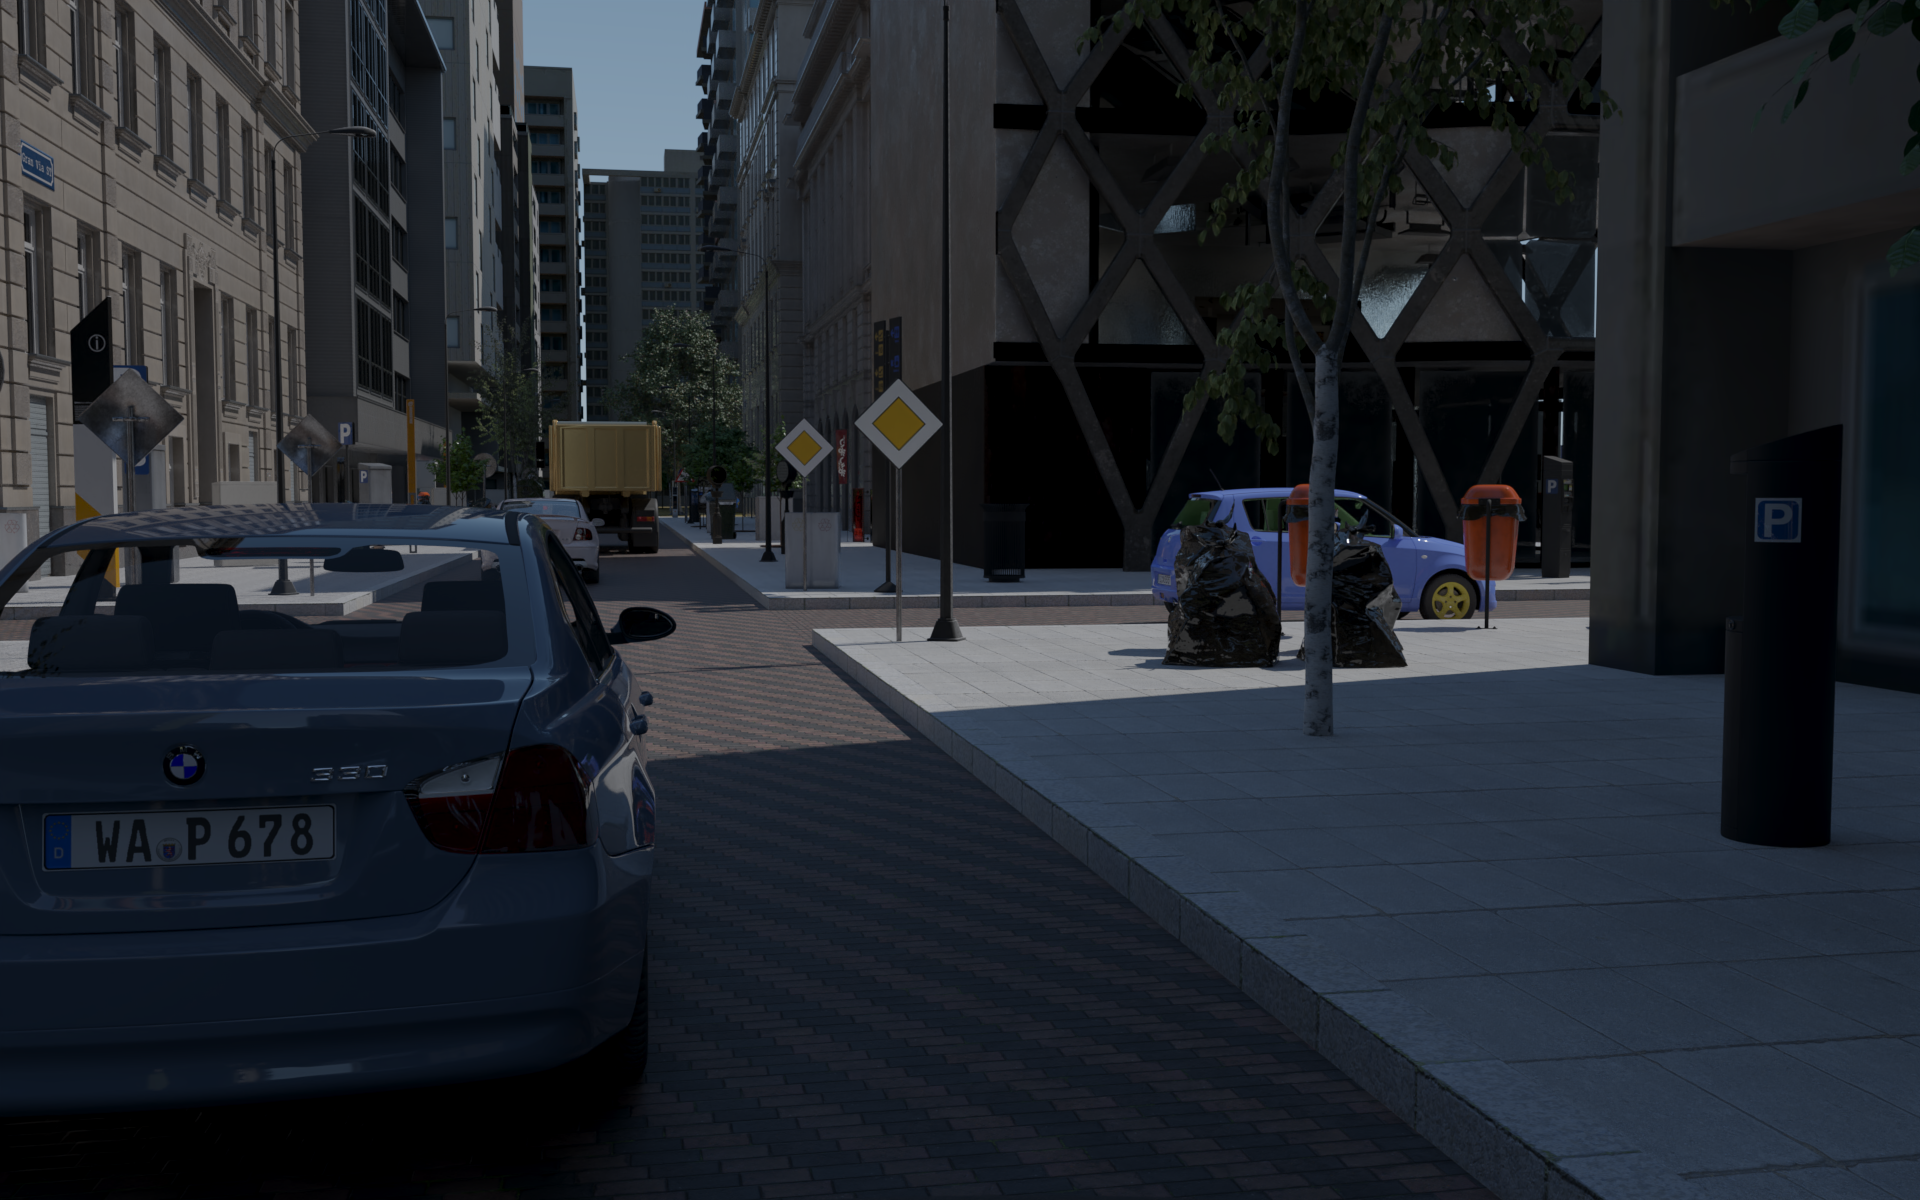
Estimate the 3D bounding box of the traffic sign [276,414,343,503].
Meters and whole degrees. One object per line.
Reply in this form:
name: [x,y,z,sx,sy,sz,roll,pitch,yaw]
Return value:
traffic sign: [-8.138,-1.105,21.709,0.795,2.450,0.064,-1,4,-11]

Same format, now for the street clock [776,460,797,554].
street clock: [-3.685,-1.974,36.851,0.358,2.002,0.471,-3,5,-39]

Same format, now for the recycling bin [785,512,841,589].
recycling bin: [-2.013,-0.686,23.766,0.722,1.027,0.722,0,4,-1]

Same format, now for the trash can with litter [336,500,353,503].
trash can with litter: [-11.427,-1.322,33.010,0.624,1.170,1.055,2,4,34]

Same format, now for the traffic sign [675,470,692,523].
traffic sign: [-12.179,-4.693,76.727,0.884,2.594,0.081,0,4,-1]

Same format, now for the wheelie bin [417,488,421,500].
wheelie bin: [-29.199,-5.184,92.672,0.980,1.594,0.693,1,4,14]

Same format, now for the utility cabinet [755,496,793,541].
utility cabinet: [-5.149,-2.253,47.992,1.020,1.237,0.306,-2,4,-26]

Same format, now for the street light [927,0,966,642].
street light: [-0.651,-2.592,14.922,1.470,5.913,1.316,-1,4,-11]

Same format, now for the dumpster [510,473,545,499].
dumpster: [-19.829,-4.702,79.375,1.502,2.255,1.985,-1,4,-11]

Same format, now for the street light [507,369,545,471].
street light: [-16.287,-5.603,64.143,1.470,5.913,1.316,-1,4,-11]

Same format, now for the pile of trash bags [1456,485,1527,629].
pile of trash bags: [6.413,-0.393,16.176,3.447,1.369,1.912,1,4,21]

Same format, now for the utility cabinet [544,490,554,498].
utility cabinet: [-22.241,-5.201,93.710,0.318,1.500,1.173,-2,4,-32]

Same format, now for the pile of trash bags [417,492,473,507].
pile of trash bags: [-26.093,-4.755,87.492,1.912,1.369,3.447,1,4,23]

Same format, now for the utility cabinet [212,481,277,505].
utility cabinet: [-12.615,-1.347,30.704,0.318,1.500,1.173,3,5,39]

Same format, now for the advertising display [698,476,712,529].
advertising display: [-9.037,-3.525,62.841,0.974,1.923,0.123,1,4,15]

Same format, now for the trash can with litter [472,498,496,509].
trash can with litter: [-14.696,-2.542,52.948,0.624,1.170,1.055,1,4,15]

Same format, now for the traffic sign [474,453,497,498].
traffic sign: [-14.745,-3.277,53.691,0.768,2.556,0.104,0,4,-2]

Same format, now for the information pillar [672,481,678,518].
information pillar: [-15.540,-5.502,94.451,0.304,2.012,0.304,-1,4,-10]

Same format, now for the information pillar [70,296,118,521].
information pillar: [-10.285,-1.790,20.617,0.504,3.616,0.183,0,4,2]

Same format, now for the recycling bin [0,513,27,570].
recycling bin: [-12.598,-0.609,22.519,0.722,1.027,0.722,-3,5,-40]

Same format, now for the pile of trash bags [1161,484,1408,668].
pile of trash bags: [2.752,-0.279,14.312,1.912,1.369,3.447,1,4,16]

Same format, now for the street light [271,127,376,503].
street light: [-8.077,-3.023,21.963,1.470,5.913,1.316,-1,4,-11]

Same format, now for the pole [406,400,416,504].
pole: [-11.869,-2.669,37.486,0.158,3.312,0.155,0,3,0]

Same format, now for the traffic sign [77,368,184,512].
traffic sign: [-6.619,-0.625,13.869,0.795,2.450,0.064,-1,4,-11]

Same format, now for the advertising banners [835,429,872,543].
advertising banners: [-2.687,-3.053,46.102,0.090,3.025,2.074,-3,5,-40]

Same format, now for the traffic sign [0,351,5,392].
traffic sign: [-7.216,-0.750,12.368,0.768,2.556,0.104,0,4,-6]

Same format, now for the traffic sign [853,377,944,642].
traffic sign: [-0.534,-0.696,15.022,0.795,2.450,0.064,-1,4,-11]

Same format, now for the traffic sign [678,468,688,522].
traffic sign: [-12.721,-4.921,80.570,0.768,2.556,0.104,0,4,-7]

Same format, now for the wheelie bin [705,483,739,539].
wheelie bin: [-6.777,-2.525,49.186,0.980,1.594,0.693,-2,4,-28]

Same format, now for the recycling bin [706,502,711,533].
recycling bin: [-7.893,-2.723,57.070,0.722,1.027,0.722,1,4,14]

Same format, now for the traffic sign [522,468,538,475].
traffic sign: [-20.828,-5.127,83.935,0.768,2.556,0.104,0,4,-6]

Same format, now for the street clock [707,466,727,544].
street clock: [-6.220,-2.432,44.340,0.471,2.002,0.358,-2,4,-31]

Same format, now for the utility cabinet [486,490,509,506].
utility cabinet: [-22.785,-4.673,85.077,1.173,1.500,0.318,-3,4,-36]

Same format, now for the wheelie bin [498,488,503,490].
wheelie bin: [-23.684,-4.971,89.180,0.693,1.594,0.980,0,4,3]

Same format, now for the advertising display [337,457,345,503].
advertising display: [-10.961,-1.559,30.708,0.123,1.923,0.974,-1,4,-19]

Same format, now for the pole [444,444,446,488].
pole: [-19.187,-4.338,64.778,0.158,3.312,0.155,0,3,0]

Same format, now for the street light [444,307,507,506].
street light: [-12.165,-4.308,42.984,1.470,5.913,1.316,-1,4,-11]

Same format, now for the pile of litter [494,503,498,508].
pile of litter: [-22.318,-4.260,83.614,1.719,0.858,1.176,-2,4,-33]

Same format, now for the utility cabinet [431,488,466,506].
utility cabinet: [-18.329,-3.268,62.103,1.173,1.500,0.318,-2,4,-35]

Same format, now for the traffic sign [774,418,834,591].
traffic sign: [-2.052,-1.176,22.862,0.795,2.450,0.064,-1,4,-11]

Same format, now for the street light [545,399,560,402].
street light: [-20.231,-6.874,84.928,1.470,5.913,1.316,-1,4,-11]
